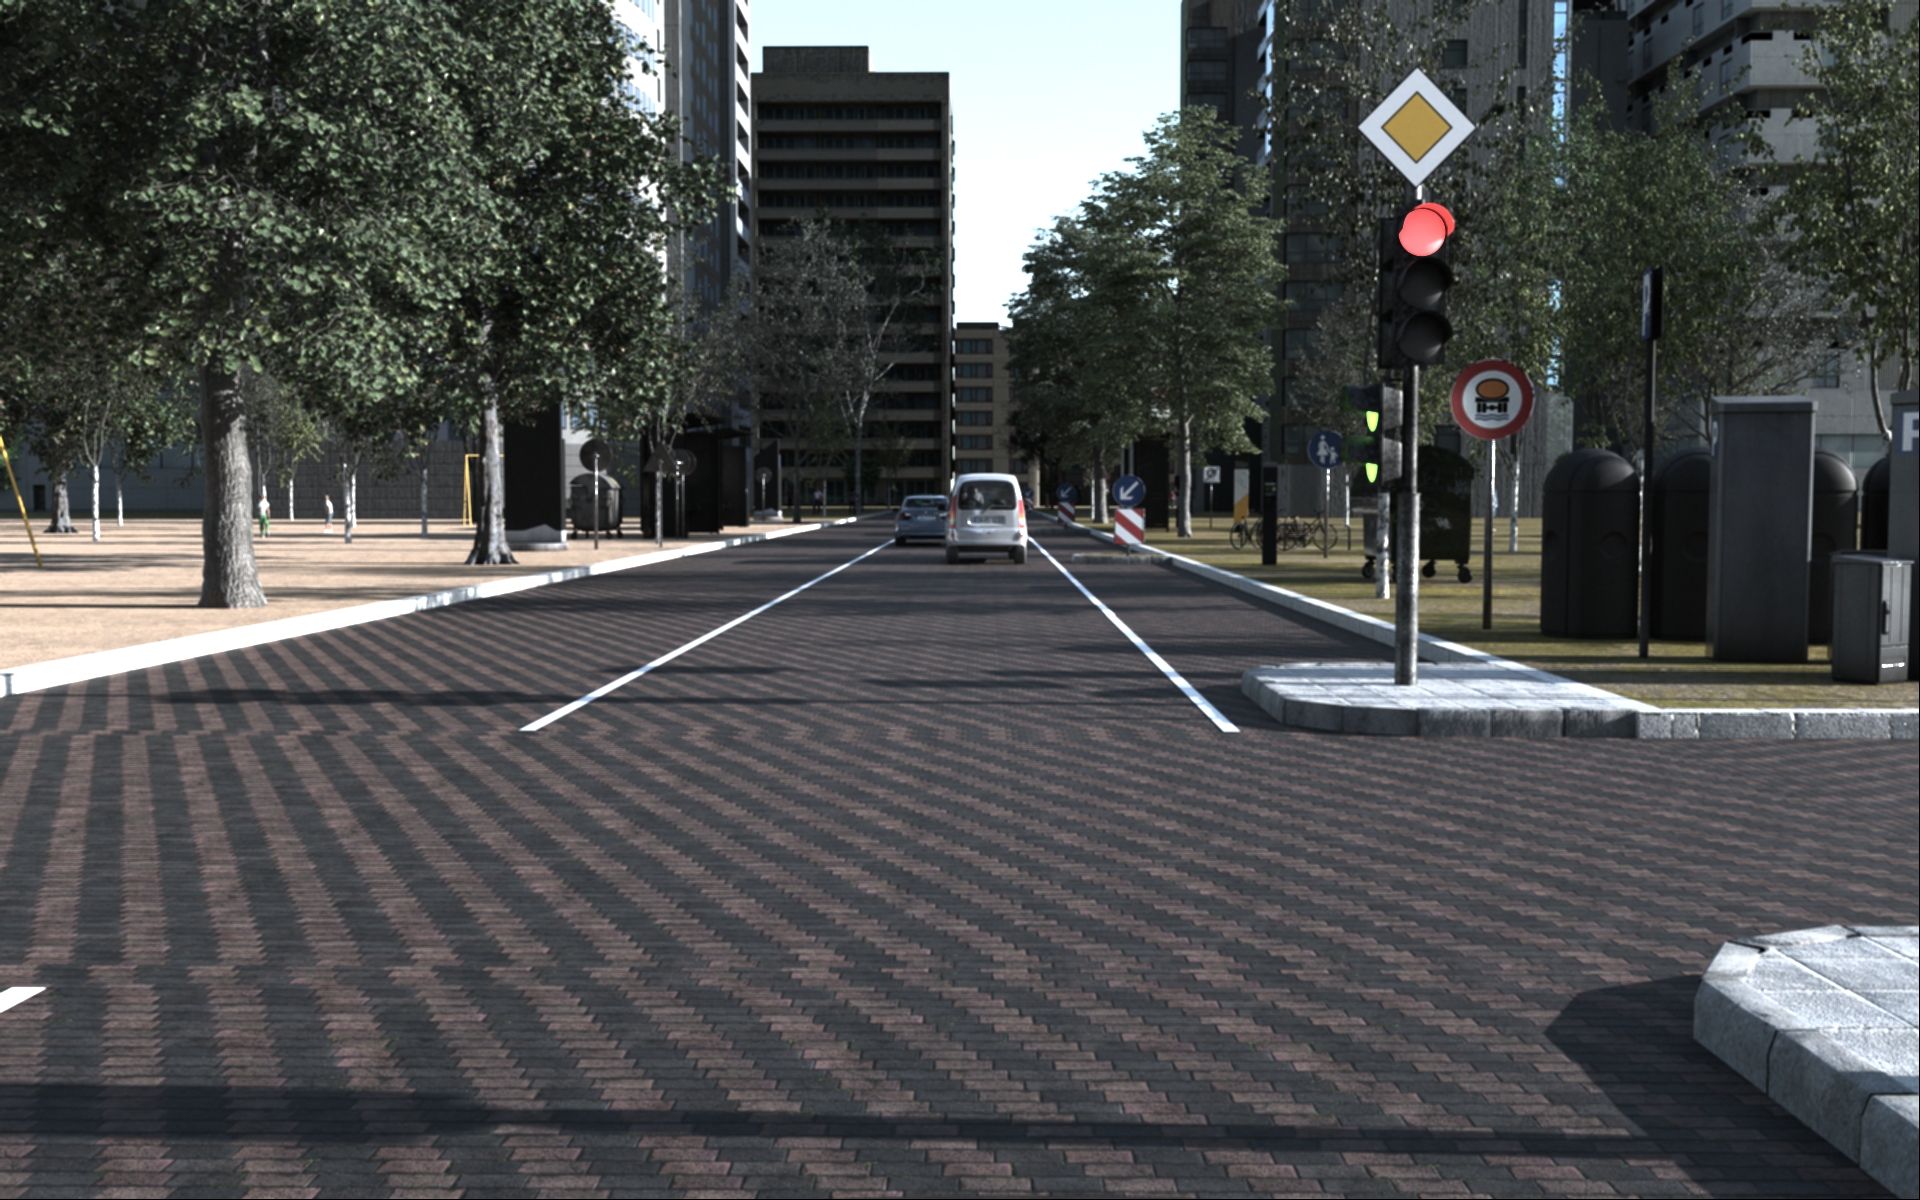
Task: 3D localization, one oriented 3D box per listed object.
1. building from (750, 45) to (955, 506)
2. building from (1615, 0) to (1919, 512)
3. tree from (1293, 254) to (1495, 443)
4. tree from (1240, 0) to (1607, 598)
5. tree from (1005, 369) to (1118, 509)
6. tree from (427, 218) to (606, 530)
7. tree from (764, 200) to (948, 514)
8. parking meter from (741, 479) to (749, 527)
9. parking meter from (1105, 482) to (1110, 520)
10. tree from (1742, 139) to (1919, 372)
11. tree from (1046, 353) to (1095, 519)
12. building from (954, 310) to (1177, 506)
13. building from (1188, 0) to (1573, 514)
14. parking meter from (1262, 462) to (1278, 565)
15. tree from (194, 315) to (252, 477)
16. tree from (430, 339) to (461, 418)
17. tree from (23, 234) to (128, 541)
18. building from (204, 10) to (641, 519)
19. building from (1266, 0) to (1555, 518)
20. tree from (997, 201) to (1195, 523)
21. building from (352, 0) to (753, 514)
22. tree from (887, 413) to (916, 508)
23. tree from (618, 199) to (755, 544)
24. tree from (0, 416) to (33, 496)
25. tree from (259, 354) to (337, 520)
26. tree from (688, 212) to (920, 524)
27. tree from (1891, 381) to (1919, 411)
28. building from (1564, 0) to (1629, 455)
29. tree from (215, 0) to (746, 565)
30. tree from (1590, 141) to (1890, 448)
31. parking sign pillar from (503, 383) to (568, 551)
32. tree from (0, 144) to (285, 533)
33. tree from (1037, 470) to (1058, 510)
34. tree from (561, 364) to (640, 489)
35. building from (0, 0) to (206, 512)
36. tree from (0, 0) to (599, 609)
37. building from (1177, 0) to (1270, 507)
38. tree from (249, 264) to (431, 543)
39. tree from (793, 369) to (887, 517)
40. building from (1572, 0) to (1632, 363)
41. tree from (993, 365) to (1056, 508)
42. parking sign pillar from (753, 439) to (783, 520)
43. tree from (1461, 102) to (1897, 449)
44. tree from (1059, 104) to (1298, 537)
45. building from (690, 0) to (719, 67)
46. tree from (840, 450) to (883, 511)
[{"bbox_3d":[-11.435,-34.732,191.571,21.600,48.544,21.300,0,4,1],"label":"building"},{"bbox_3d":[66.554,-33.410,135.494,27.495,52.752,28.713,0,4,1],"label":"building"},{"bbox_3d":[20.509,-10.340,79.428,12.009,13.543,11.850,0,3,0],"label":"tree"},{"bbox_3d":[5.450,-4.331,21.180,4.360,8.622,3.978,0,3,0],"label":"tree"},{"bbox_3d":[7.783,-11.848,128.127,8.767,10.594,7.601,-1,4,-13],"label":"tree"},{"bbox_3d":[-15.722,-8.311,61.640,9.928,11.665,9.643,0,3,0],"label":"tree"},{"bbox_3d":[-6.732,-15.607,111.062,12.611,20.169,13.585,0,3,0],"label":"tree"},{"bbox_3d":[-8.538,-3.834,68.404,0.399,1.863,0.255,-2,4,-24],"label":"parking meter"},{"bbox_3d":[7.001,-4.758,83.498,0.255,1.863,0.399,-2,4,-34],"label":"parking meter"},{"bbox_3d":[27.647,-7.282,44.812,9.928,11.665,9.643,0,3,0],"label":"tree"},{"bbox_3d":[6.441,-8.367,87.160,4.360,8.622,3.978,0,3,0],"label":"tree"},{"bbox_3d":[14.021,-21.429,195.399,28.899,21.520,27.650,0,4,1],"label":"building"},{"bbox_3d":[29.042,-49.348,119.510,22.319,86.520,31.000,0,4,1],"label":"building"},{"bbox_3d":[5.618,-1.571,31.400,0.255,1.863,0.399,1,4,9],"label":"parking meter"},{"bbox_3d":[-28.575,-7.358,70.667,4.360,8.622,3.978,0,3,0],"label":"tree"},{"bbox_3d":[-16.192,-6.197,51.686,4.360,8.622,3.978,0,3,0],"label":"tree"},{"bbox_3d":[-23.597,-5.920,47.152,4.360,8.622,3.978,0,3,0],"label":"tree"},{"bbox_3d":[-28.441,-34.150,100.353,21.231,58.520,28.212,0,4,1],"label":"building"},{"bbox_3d":[24.442,-19.983,98.419,14.160,30.474,14.107,0,4,1],"label":"building"},{"bbox_3d":[6.213,-10.329,75.531,9.857,13.997,8.962,0,3,0],"label":"tree"},{"bbox_3d":[-31.444,-36.548,139.557,28.212,58.520,21.231,0,4,1],"label":"building"},{"bbox_3d":[-6.116,-12.514,154.968,4.737,8.622,4.395,0,3,0],"label":"tree"},{"bbox_3d":[-7.516,-5.749,44.355,4.360,8.622,3.978,0,3,0],"label":"tree"},{"bbox_3d":[-49.559,-6.821,74.433,20.602,7.101,11.467,0,4,-7],"label":"tree"},{"bbox_3d":[-32.655,-8.224,84.817,4.737,8.622,4.395,0,3,0],"label":"tree"},{"bbox_3d":[-6.944,-10.056,74.778,12.009,13.543,11.850,0,3,0],"label":"tree"},{"bbox_3d":[47.686,-6.344,66.639,20.602,7.101,11.467,1,4,15],"label":"tree"},{"bbox_3d":[45.874,-28.173,144.229,14.086,41.232,14.154,0,4,1],"label":"building"},{"bbox_3d":[-8.709,-7.009,31.599,9.611,12.733,9.660,0,3,0],"label":"tree"},{"bbox_3d":[26.907,-9.218,61.085,12.009,13.543,11.850,0,3,0],"label":"tree"},{"bbox_3d":[-9.654,-3.109,39.308,1.447,3.967,1.447,0,4,1],"label":"parking sign pillar"},{"bbox_3d":[-29.639,-8.555,56.878,9.611,12.733,9.660,0,3,0],"label":"tree"},{"bbox_3d":[7.324,-8.941,140.792,1.663,3.219,1.824,0,3,0],"label":"tree"},{"bbox_3d":[-15.002,-7.563,74.017,4.737,8.622,4.395,0,3,0],"label":"tree"},{"bbox_3d":[-59.325,-33.554,137.853,27.495,52.752,28.713,0,4,1],"label":"building"},{"bbox_3d":[-8.263,-6.883,19.193,9.857,13.997,8.962,0,3,0],"label":"tree"},{"bbox_3d":[24.945,-28.126,143.451,14.154,41.232,14.086,0,4,1],"label":"building"},{"bbox_3d":[-15.855,-5.766,44.642,4.360,8.622,3.978,0,3,0],"label":"tree"},{"bbox_3d":[-7.405,-8.906,95.974,4.737,8.622,4.395,0,3,0],"label":"tree"},{"bbox_3d":[69.010,-45.912,188.911,20.611,71.187,20.563,0,4,1],"label":"building"},{"bbox_3d":[8.101,-15.399,162.140,12.009,13.543,11.850,0,3,0],"label":"tree"},{"bbox_3d":[-9.403,-5.889,84.751,1.447,3.967,1.447,1,4,19],"label":"parking sign pillar"},{"bbox_3d":[17.227,-7.403,46.801,9.928,11.665,9.643,0,3,0],"label":"tree"},{"bbox_3d":[6.390,-8.135,51.131,7.486,12.596,7.792,0,3,0],"label":"tree"},{"bbox_3d":[-24.901,-28.889,122.453,14.600,45.320,14.200,0,4,1],"label":"building"},{"bbox_3d":[-7.371,-8.924,129.628,4.285,4.588,4.351,0,3,0],"label":"tree"}]
